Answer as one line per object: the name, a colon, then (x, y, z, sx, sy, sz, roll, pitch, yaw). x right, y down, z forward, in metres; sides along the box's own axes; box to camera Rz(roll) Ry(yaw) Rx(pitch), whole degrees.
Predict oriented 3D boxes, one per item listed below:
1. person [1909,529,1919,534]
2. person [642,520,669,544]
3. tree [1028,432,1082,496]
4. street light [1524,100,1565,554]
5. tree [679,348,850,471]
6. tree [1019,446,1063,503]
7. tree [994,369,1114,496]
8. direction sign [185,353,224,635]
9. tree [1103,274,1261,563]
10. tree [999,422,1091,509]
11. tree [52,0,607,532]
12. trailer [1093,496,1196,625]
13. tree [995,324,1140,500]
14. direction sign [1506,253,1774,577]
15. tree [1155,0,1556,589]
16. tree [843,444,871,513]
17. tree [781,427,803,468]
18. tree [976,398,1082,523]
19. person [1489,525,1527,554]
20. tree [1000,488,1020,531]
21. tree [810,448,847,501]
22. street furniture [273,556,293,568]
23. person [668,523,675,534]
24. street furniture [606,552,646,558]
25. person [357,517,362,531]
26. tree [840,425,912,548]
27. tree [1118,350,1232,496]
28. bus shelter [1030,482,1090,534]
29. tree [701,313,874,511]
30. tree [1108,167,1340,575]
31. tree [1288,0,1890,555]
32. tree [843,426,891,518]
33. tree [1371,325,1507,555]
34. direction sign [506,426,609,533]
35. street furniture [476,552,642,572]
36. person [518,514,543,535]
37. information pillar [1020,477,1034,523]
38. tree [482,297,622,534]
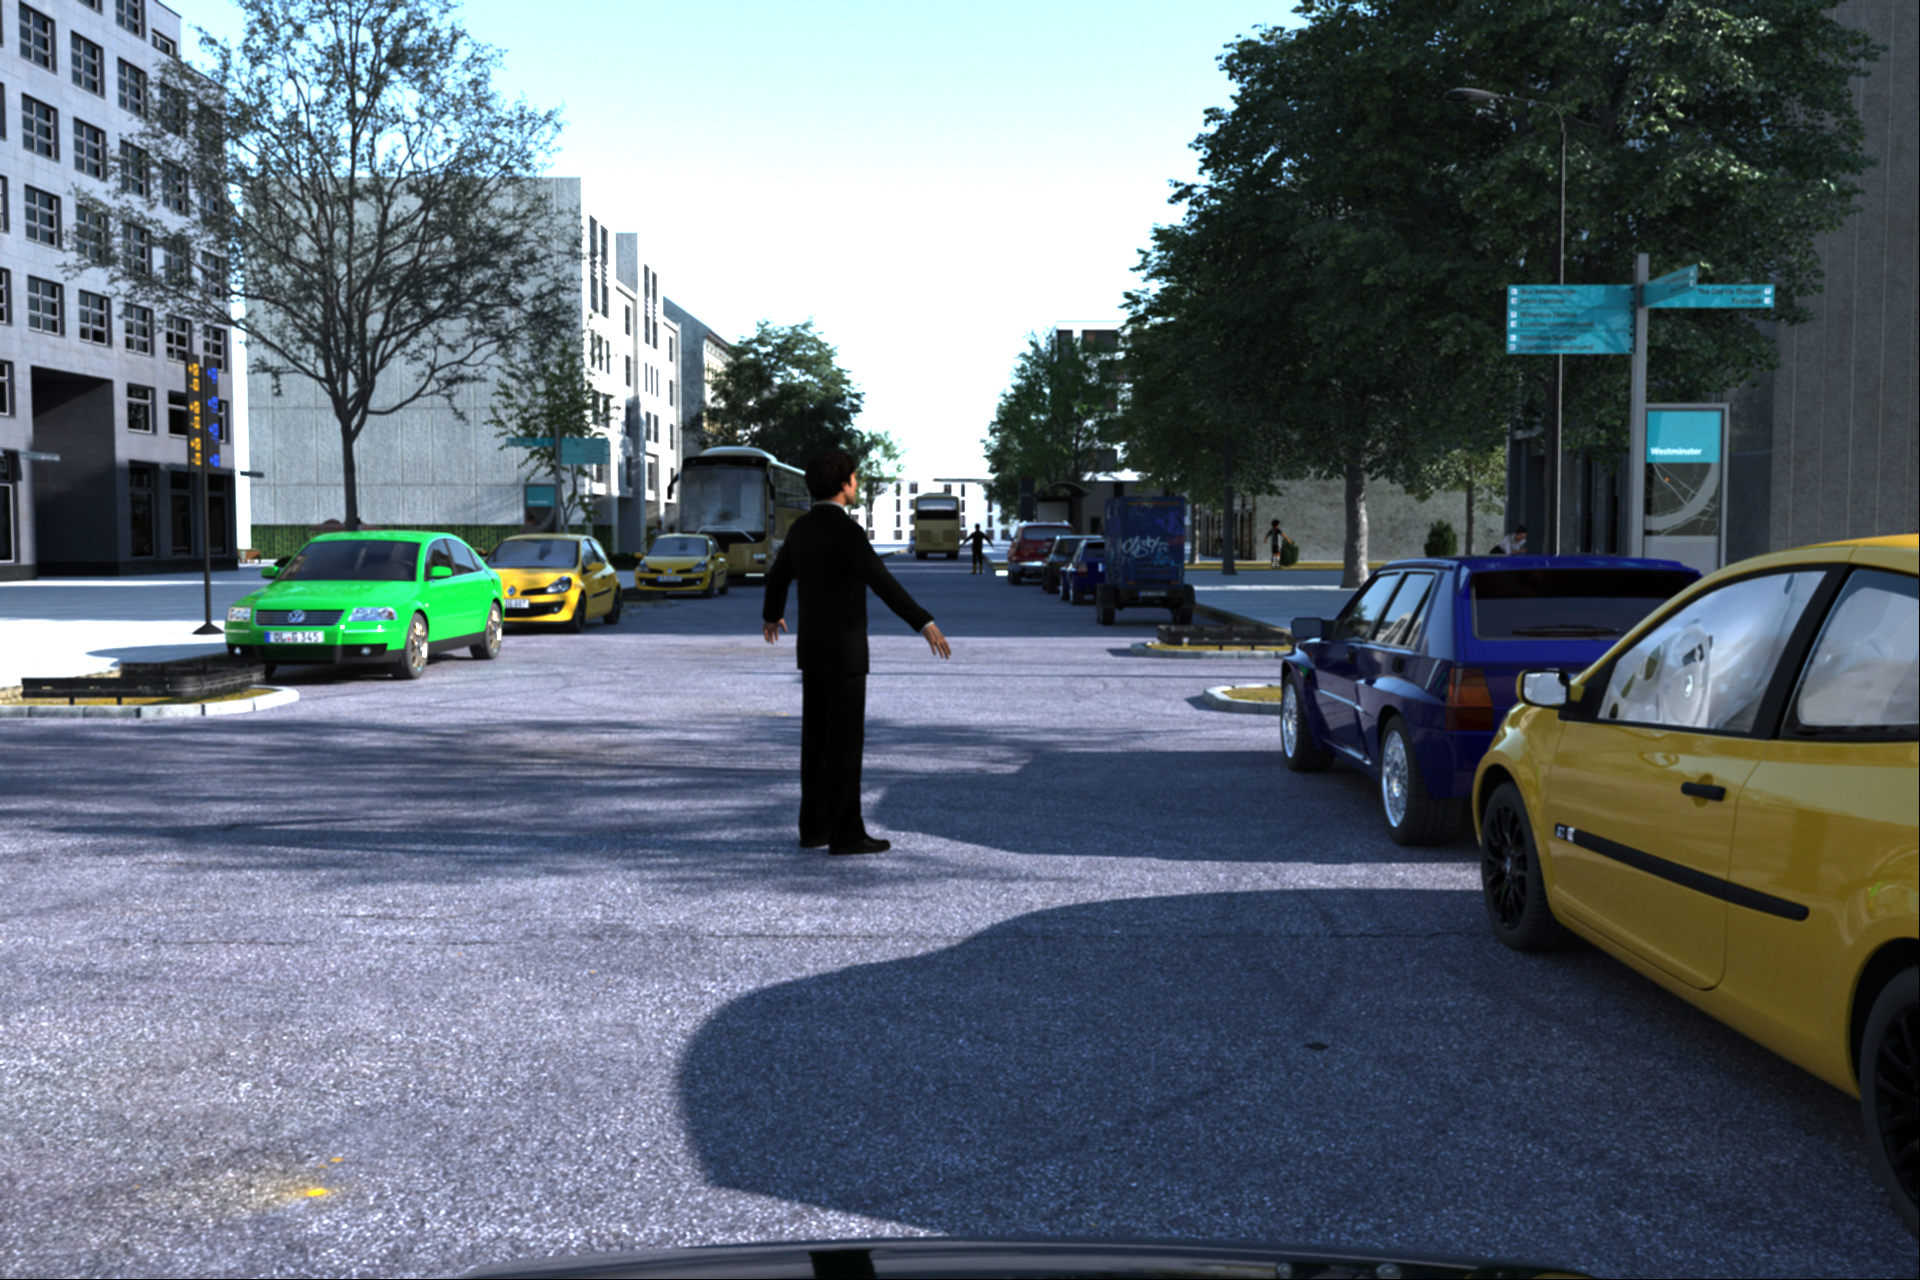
person: (13.489, -1.105, 23.972, 0.599, 1.838, 0.709, 0, 4, -2)
person: (-9.867, -3.073, 57.012, 1.217, 1.739, 0.721, -1, 4, -14)
tree: (5.707, -10.238, 117.757, 4.360, 8.622, 3.978, 0, 3, 0)
street light: (6.828, -2.794, 18.221, 1.470, 5.913, 1.316, 0, 4, 0)
tree: (-9.637, -9.293, 86.352, 8.767, 10.594, 7.601, -1, 4, -13)
tree: (6.187, -11.732, 142.174, 4.360, 8.622, 3.978, 0, 3, 0)
tree: (5.786, -10.944, 104.684, 9.928, 11.665, 9.643, 0, 3, 0)
direction sign: (-9.639, -1.842, 22.115, 0.379, 3.537, 0.876, 0, 3, 0)
tree: (10.185, -9.647, 75.850, 7.486, 12.596, 7.792, 0, 3, 0)
tree: (6.731, -12.131, 132.760, 8.767, 10.594, 7.601, 3, 5, 45)
tree: (-12.276, -7.601, 34.648, 12.009, 13.543, 11.850, 0, 3, 0)
trailer: (2.905, -1.295, 28.217, 1.471, 1.999, 3.904, 0, 4, -1)
tree: (5.638, -9.793, 85.869, 9.928, 11.665, 9.643, 0, 3, 0)
direction sign: (6.484, -1.669, 16.053, 2.525, 3.948, 1.411, 0, 4, 1)
tree: (9.259, -8.170, 40.242, 9.857, 13.997, 8.962, 0, 3, 0)
tree: (-8.983, -10.896, 128.517, 4.737, 8.622, 4.395, 0, 3, 0)
tree: (-9.599, -9.664, 108.373, 4.737, 8.622, 4.395, 0, 3, 0)
tree: (6.090, -14.981, 151.596, 9.857, 13.997, 8.962, 0, 3, 0)
person: (9.197, -1.207, 28.974, 0.799, 1.438, 0.628, 3, 5, 39)
tree: (5.608, -13.247, 166.945, 4.737, 8.622, 4.395, 0, 3, 0)
tree: (-10.040, -10.119, 115.812, 4.360, 8.622, 3.978, 0, 3, 0)
street furniture: (-22.865, -3.189, 67.770, 5.734, 0.657, 10.072, 1, 4, 10)
person: (-15.048, -5.186, 90.557, 0.705, 1.858, 1.354, 0, 4, 2)
street furniture: (-15.487, -3.500, 72.848, 5.734, 0.657, 10.072, 1, 4, 10)
person: (-18.807, -2.929, 53.970, 0.704, 1.819, 1.344, -2, 4, -25)
tree: (-8.681, -14.601, 164.486, 9.928, 11.665, 9.643, 0, 3, 0)
tree: (7.836, -6.887, 62.961, 4.737, 8.622, 4.395, 0, 3, 0)
bus shelter: (3.949, -4.625, 69.543, 2.014, 3.302, 5.546, 0, 4, -1)
tree: (-9.845, -11.767, 99.052, 9.857, 13.997, 8.962, 0, 3, 0)
tree: (8.315, -8.306, 53.923, 7.486, 12.596, 7.792, 0, 3, 0)
tree: (9.366, -7.332, 26.528, 9.857, 13.997, 8.962, 0, 3, 0)
tree: (-9.193, -12.611, 140.596, 7.601, 10.594, 8.767, -3, 5, -42)
tree: (20.538, -9.338, 70.811, 7.486, 12.596, 7.792, 0, 3, 0)
direction sign: (-9.907, -3.336, 43.312, 2.525, 3.948, 1.411, 0, 4, 0)
street furniture: (-12.474, -2.830, 61.903, 10.072, 0.657, 5.734, 0, 4, 2)
person: (-10.354, -2.151, 41.749, 0.617, 1.759, 0.750, -1, 4, -12)
information pillar: (3.037, -5.455, 78.569, 0.750, 3.857, 0.750, 0, 4, 0)
tree: (-12.280, -6.294, 53.267, 4.737, 8.622, 4.395, 0, 3, 0)
